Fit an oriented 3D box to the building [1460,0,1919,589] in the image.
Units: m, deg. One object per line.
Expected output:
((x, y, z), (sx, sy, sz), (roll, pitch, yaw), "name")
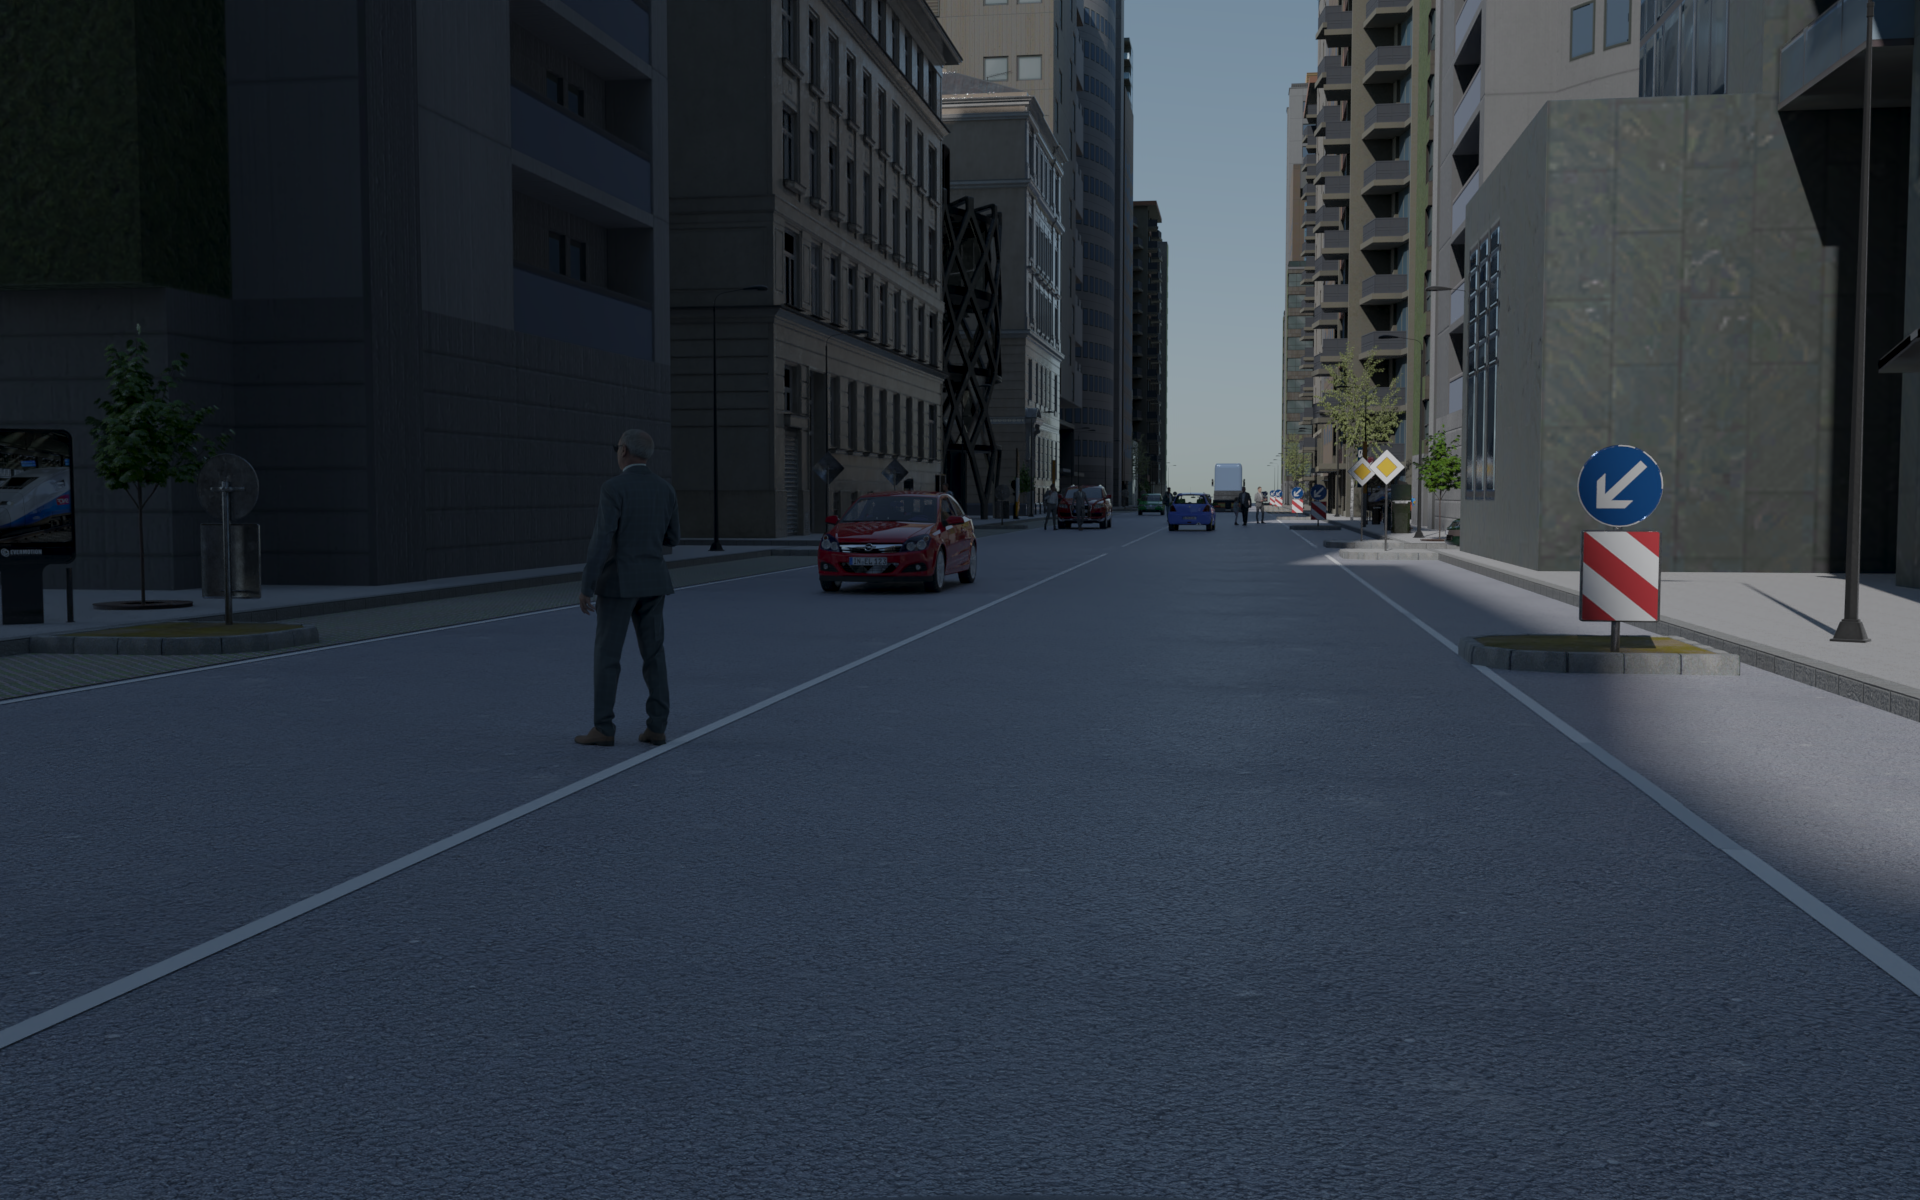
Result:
((19.810, -43.226, 19.415), (22.319, 86.520, 31.000), (1, 4, 9), "building")

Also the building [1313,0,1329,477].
((45.069, -34.320, 150.374), (28.713, 52.752, 27.495), (1, 4, 9), "building")

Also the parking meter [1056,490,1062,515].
((6.171, -6.075, 107.730), (0.372, 1.533, 0.369), (0, 3, 0), "parking meter")

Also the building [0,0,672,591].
((-20.684, -30.032, 33.023), (28.212, 58.520, 21.231), (1, 4, 9), "building")

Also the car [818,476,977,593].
((-0.905, -1.076, 26.633), (2.155, 1.783, 4.494), (1, 4, 10), "car")

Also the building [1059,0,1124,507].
((4.244, -38.222, 166.925), (21.231, 58.520, 28.212), (1, 4, 9), "building")

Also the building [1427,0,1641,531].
((29.936, -31.193, 52.006), (28.212, 58.520, 21.231), (1, 4, 9), "building")

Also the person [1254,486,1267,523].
((14.669, -4.632, 84.437), (0.606, 1.804, 0.583), (-3, 5, -43), "person")

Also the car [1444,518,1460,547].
((14.152, -2.015, 42.734), (4.222, 1.686, 2.009), (1, 4, 9), "car")

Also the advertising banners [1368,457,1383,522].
((19.442, -5.144, 80.298), (0.090, 3.025, 2.074), (-1, 4, -18), "advertising banners")

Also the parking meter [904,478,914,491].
((-1.918, -3.604, 64.642), (0.255, 1.863, 0.399), (2, 4, 25), "parking meter")

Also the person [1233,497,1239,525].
((12.768, -4.106, 79.912), (0.394, 1.301, 0.425), (-2, 4, -35), "person")

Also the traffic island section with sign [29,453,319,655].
((-7.199, -0.467, 16.258), (1.989, 1.847, 2.006), (1, 4, 9), "traffic island section with sign")

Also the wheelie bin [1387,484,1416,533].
((14.370, -2.976, 56.570), (0.980, 1.594, 0.693), (1, 4, 12), "wheelie bin")

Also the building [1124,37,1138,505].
((12.108, -55.604, 221.797), (22.319, 86.520, 31.000), (1, 4, 9), "building")

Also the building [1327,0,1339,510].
((35.100, -29.421, 131.137), (14.600, 45.320, 14.200), (1, 4, 9), "building")

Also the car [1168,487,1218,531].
((9.155, -3.584, 68.190), (1.945, 1.707, 3.694), (1, 4, 11), "car")

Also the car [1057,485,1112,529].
((5.261, -3.915, 72.680), (2.281, 1.827, 5.304), (1, 4, 8), "car")

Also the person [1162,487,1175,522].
((10.429, -4.746, 86.439), (0.623, 1.781, 0.721), (-3, 5, -43), "person")

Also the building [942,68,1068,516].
((-0.649, -19.962, 112.285), (13.634, 28.700, 20.117), (1, 4, 9), "building")

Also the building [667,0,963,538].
((-10.218, -14.147, 64.585), (16.112, 22.955, 30.059), (1, 4, 9), "building")

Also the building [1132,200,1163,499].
((17.975, -36.578, 252.680), (22.147, 44.769, 28.867), (1, 4, 9), "building")

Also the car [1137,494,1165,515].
((13.072, -6.691, 118.193), (1.959, 1.807, 4.718), (0, 4, 8), "car")

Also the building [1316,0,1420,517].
((32.308, -27.345, 101.715), (22.147, 44.769, 28.867), (1, 4, 9), "building")

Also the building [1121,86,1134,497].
((11.377, -32.904, 188.092), (14.600, 45.320, 14.200), (1, 4, 9), "building")

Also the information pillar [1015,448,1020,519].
((2.929, -5.906, 87.921), (0.183, 3.616, 0.504), (1, 4, 13), "information pillar")

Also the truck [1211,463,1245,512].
((22.604, -9.550, 145.906), (2.967, 4.110, 18.799), (1, 4, 9), "truck")

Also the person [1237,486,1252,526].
((12.892, -4.262, 78.582), (0.661, 1.777, 0.834), (1, 4, 17), "person")

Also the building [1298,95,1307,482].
((46.591, -32.064, 178.868), (22.147, 44.769, 28.867), (1, 4, 9), "building")

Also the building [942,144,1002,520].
((-6.461, -13.533, 88.713), (16.820, 18.784, 16.811), (1, 4, 9), "building")

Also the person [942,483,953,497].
((-0.461, -3.075, 58.866), (0.778, 1.811, 0.616), (-2, 4, -24), "person")

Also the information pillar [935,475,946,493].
((-0.743, -3.720, 65.320), (0.304, 2.012, 0.304), (-3, 5, -42), "information pillar")

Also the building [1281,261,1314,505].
((47.352, -27.055, 214.044), (14.160, 30.474, 14.107), (1, 4, 9), "building")

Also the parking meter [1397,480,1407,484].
((18.444, -4.070, 72.248), (0.399, 1.863, 0.255), (0, 4, -1), "parking meter")

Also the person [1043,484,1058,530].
((3.591, -3.680, 68.777), (0.679, 1.850, 0.850), (-2, 4, -28), "person")

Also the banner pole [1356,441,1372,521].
((19.116, -5.604, 81.637), (0.863, 3.779, 0.401), (0, 3, 0), "banner pole")

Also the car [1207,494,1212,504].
((33.456, -13.906, 236.397), (2.155, 1.783, 4.494), (1, 4, 9), "car")

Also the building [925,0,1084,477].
((-4.457, -33.642, 139.284), (28.713, 52.752, 27.495), (1, 4, 9), "building")

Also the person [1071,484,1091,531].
((4.751, -3.635, 68.054), (0.709, 1.813, 0.853), (-1, 4, -22), "person")

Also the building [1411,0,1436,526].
((26.359, -18.446, 73.297), (14.160, 30.474, 14.107), (1, 4, 9), "building")

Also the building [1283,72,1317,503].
((57.174, -43.168, 247.789), (21.231, 58.520, 28.212), (1, 4, 9), "building")

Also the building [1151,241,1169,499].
((25.468, -36.093, 273.719), (14.154, 41.232, 14.086), (1, 4, 9), "building")

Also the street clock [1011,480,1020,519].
((2.838, -5.142, 88.635), (0.358, 2.002, 0.471), (-3, 5, -42), "street clock")

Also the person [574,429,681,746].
((-1.938, -0.079, 9.968), (0.590, 1.801, 0.661), (3, 5, 40), "person")

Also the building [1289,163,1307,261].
((50.424, -35.335, 227.843), (14.600, 45.320, 14.200), (1, 4, 9), "building")

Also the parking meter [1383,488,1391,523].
((18.954, -4.182, 76.787), (0.372, 1.533, 0.369), (0, 3, 0), "parking meter")

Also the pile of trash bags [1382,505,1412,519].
((22.186, -4.748, 87.379), (1.912, 1.369, 3.447), (0, 4, -7), "pile of trash bags")
